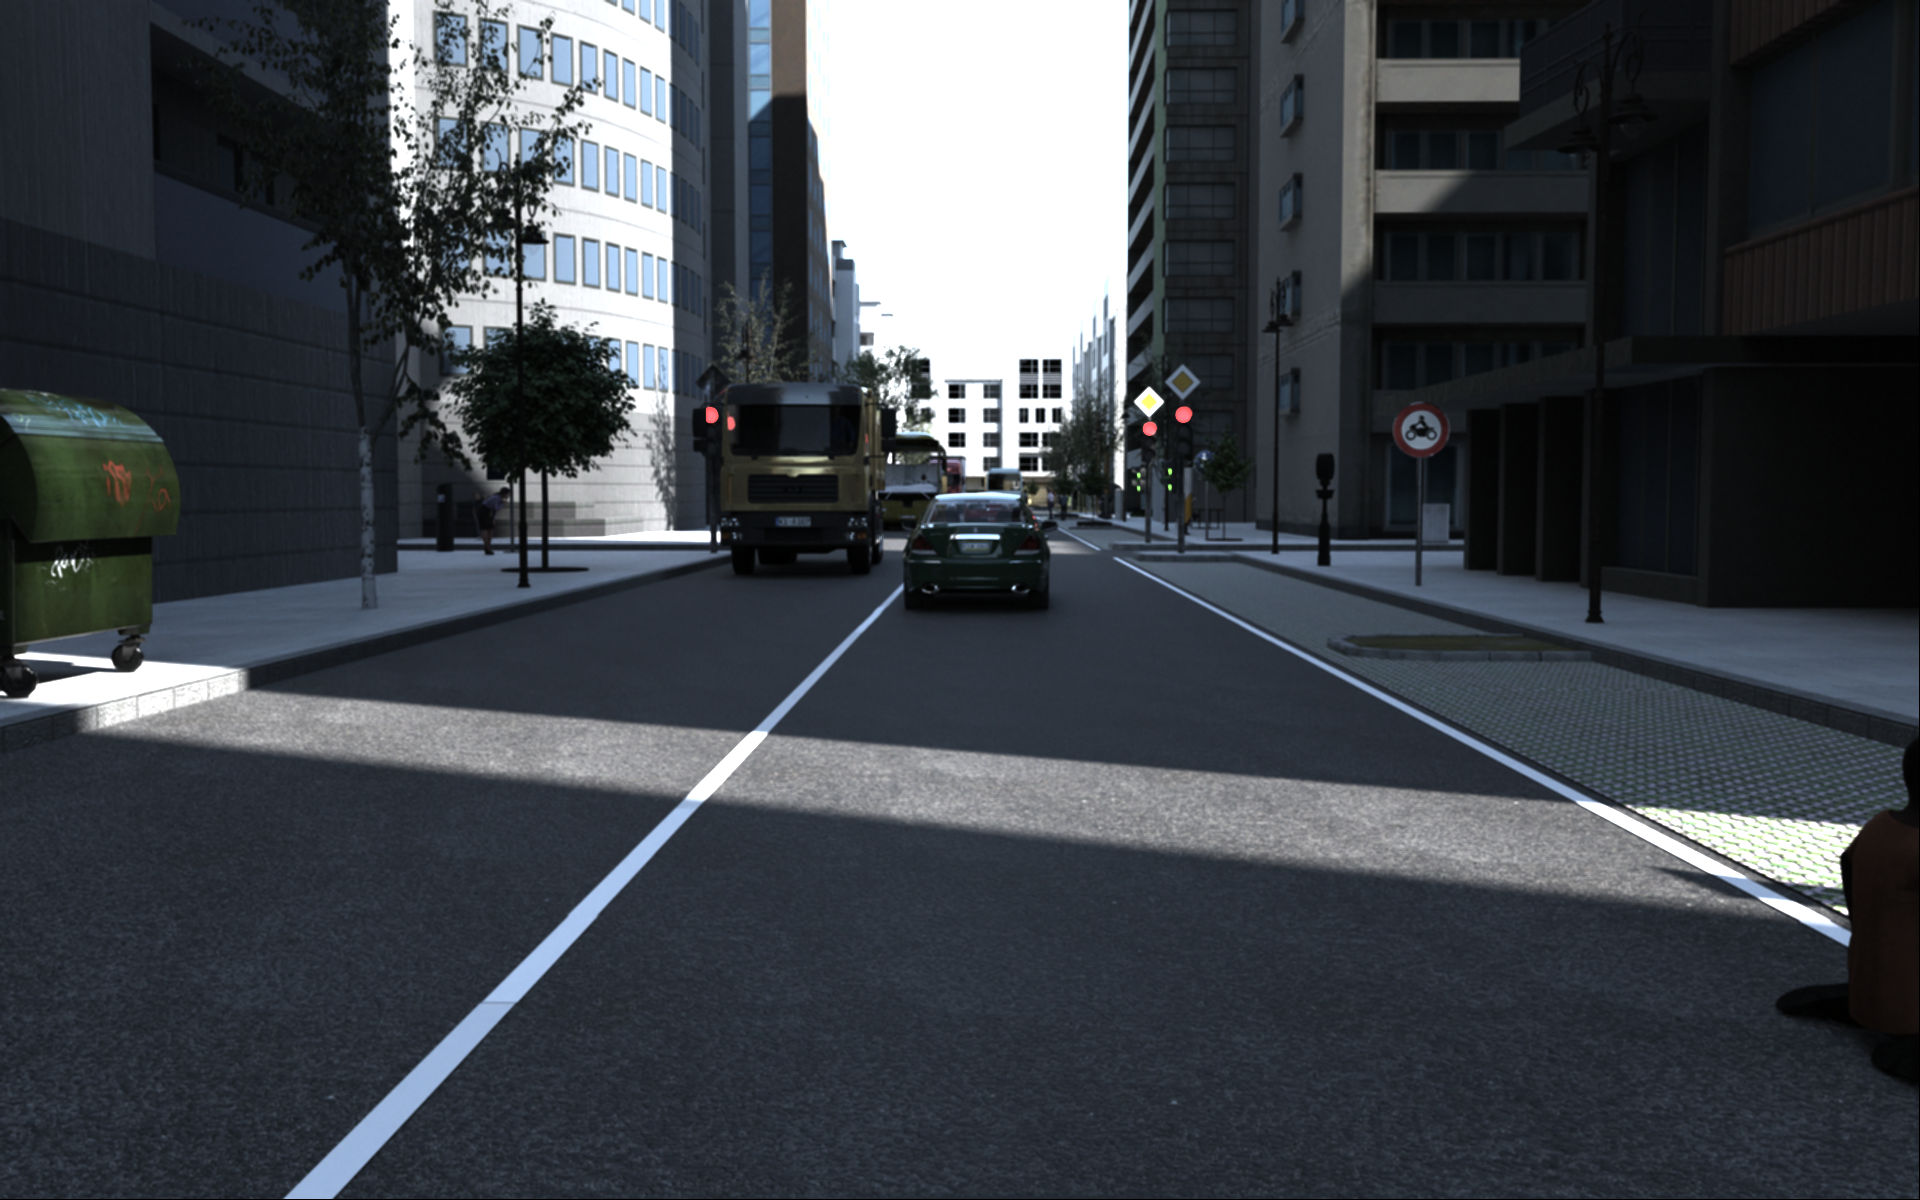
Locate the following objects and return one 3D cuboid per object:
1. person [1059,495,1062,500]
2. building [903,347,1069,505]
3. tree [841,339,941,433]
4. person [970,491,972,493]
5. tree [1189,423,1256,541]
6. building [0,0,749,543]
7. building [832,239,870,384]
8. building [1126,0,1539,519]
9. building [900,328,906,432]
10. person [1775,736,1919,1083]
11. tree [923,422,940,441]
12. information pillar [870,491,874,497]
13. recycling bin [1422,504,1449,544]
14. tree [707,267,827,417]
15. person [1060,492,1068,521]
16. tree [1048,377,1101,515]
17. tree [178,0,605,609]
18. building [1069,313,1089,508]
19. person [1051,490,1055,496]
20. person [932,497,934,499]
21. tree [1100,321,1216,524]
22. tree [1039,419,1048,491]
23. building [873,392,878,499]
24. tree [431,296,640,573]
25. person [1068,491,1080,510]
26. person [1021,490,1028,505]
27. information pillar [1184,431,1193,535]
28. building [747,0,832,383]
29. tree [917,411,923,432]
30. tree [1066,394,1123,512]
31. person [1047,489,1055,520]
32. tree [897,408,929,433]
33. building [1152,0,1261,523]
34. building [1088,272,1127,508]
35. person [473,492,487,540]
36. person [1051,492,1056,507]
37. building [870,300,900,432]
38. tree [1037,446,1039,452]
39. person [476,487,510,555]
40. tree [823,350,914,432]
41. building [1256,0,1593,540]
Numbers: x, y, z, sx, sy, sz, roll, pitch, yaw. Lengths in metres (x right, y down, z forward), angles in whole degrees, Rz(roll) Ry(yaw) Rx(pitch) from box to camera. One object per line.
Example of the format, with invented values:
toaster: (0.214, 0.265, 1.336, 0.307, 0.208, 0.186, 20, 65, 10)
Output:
person: (11.055, -10.918, 187.733, 0.799, 1.438, 0.628, 2, 4, 29)
building: (5.559, -21.383, 216.072, 31.486, 18.905, 16.747, 0, 4, 1)
tree: (-4.995, -11.619, 115.721, 9.928, 11.665, 9.643, 0, 3, 0)
person: (1.275, -11.448, 196.396, 1.217, 1.743, 0.721, 2, 4, 35)
tree: (7.372, -3.236, 47.513, 1.663, 3.219, 1.824, 0, 3, 0)
building: (-19.996, -31.742, 60.979, 21.231, 58.520, 28.212, 0, 4, 1)
building: (-15.228, -16.539, 126.837, 16.016, 20.091, 11.380, 0, 4, 1)
building: (22.000, -29.671, 108.821, 21.300, 48.544, 21.600, 0, 4, 1)
building: (-13.548, -19.680, 178.179, 16.016, 20.091, 11.380, 0, 4, 1)
person: (2.547, 0.755, 4.435, 0.655, 0.850, 0.859, 0, 4, 6)
tree: (-3.945, -12.393, 152.994, 4.737, 8.622, 4.395, 0, 3, 0)
information pillar: (-4.862, -5.624, 96.447, 0.304, 2.012, 0.304, -1, 4, -11)
recycling bin: (12.330, -1.991, 45.113, 0.722, 1.027, 0.722, 1, 4, 9)
tree: (-6.534, -6.539, 57.271, 4.360, 8.622, 3.978, 0, 3, 0)
person: (5.521, -4.988, 92.262, 0.499, 1.552, 0.429, 1, 4, 23)
tree: (8.149, -9.394, 103.955, 4.360, 8.622, 3.978, 0, 3, 0)
tree: (-6.379, -4.206, 19.126, 4.360, 8.622, 3.978, 0, 3, 0)
building: (20.584, -19.034, 177.664, 16.747, 18.905, 31.486, 0, 4, 1)
person: (10.041, -11.295, 191.242, 0.617, 1.759, 0.750, 2, 4, 28)
person: (-0.893, -3.047, 62.232, 0.340, 1.345, 0.435, -1, 4, -19)
tree: (8.843, -7.597, 74.577, 4.360, 8.622, 3.978, 0, 3, 0)
tree: (8.857, -11.367, 136.219, 4.360, 8.622, 3.978, 0, 3, 0)
building: (-11.426, -12.521, 146.859, 9.099, 9.664, 28.070, 0, 4, 1)
tree: (-7.030, -2.760, 28.848, 4.285, 4.588, 4.351, 0, 3, 0)
person: (9.345, -8.285, 141.514, 1.348, 1.822, 0.705, 3, 5, 42)
person: (4.361, -6.556, 116.407, 0.376, 1.734, 0.841, -2, 4, -29)
information pillar: (7.110, -3.852, 54.332, 0.183, 3.616, 0.504, -2, 4, -27)
building: (-14.967, -27.503, 99.785, 14.600, 45.320, 14.200, 0, 4, 1)
tree: (-5.174, -9.228, 101.240, 4.737, 8.622, 4.395, 0, 3, 0)
tree: (9.554, -10.705, 125.391, 4.737, 8.622, 4.395, 0, 3, 0)
person: (4.936, -5.270, 95.606, 0.436, 1.711, 0.756, 3, 5, 42)
tree: (-4.142, -11.708, 141.787, 4.360, 8.622, 3.978, 0, 3, 0)
building: (16.276, -24.450, 83.350, 14.154, 41.232, 14.086, 0, 4, 1)
building: (20.374, -17.112, 146.235, 16.747, 18.905, 31.486, 0, 4, 1)
person: (-13.340, -2.340, 48.210, 0.435, 1.345, 0.340, -1, 4, -11)
person: (9.371, -10.361, 175.391, 0.705, 1.831, 1.348, -2, 4, -35)
building: (-14.309, -18.986, 166.833, 16.016, 20.091, 11.380, 0, 4, 1)
tree: (9.188, -12.463, 154.140, 4.360, 8.622, 3.978, 0, 3, 0)
person: (-9.849, -1.669, 36.571, 0.697, 1.427, 0.421, 0, 4, -8)
tree: (-5.463, -8.526, 89.768, 4.737, 8.622, 4.395, 0, 3, 0)
building: (21.186, -26.505, 57.054, 21.600, 48.544, 21.300, 0, 4, 1)
